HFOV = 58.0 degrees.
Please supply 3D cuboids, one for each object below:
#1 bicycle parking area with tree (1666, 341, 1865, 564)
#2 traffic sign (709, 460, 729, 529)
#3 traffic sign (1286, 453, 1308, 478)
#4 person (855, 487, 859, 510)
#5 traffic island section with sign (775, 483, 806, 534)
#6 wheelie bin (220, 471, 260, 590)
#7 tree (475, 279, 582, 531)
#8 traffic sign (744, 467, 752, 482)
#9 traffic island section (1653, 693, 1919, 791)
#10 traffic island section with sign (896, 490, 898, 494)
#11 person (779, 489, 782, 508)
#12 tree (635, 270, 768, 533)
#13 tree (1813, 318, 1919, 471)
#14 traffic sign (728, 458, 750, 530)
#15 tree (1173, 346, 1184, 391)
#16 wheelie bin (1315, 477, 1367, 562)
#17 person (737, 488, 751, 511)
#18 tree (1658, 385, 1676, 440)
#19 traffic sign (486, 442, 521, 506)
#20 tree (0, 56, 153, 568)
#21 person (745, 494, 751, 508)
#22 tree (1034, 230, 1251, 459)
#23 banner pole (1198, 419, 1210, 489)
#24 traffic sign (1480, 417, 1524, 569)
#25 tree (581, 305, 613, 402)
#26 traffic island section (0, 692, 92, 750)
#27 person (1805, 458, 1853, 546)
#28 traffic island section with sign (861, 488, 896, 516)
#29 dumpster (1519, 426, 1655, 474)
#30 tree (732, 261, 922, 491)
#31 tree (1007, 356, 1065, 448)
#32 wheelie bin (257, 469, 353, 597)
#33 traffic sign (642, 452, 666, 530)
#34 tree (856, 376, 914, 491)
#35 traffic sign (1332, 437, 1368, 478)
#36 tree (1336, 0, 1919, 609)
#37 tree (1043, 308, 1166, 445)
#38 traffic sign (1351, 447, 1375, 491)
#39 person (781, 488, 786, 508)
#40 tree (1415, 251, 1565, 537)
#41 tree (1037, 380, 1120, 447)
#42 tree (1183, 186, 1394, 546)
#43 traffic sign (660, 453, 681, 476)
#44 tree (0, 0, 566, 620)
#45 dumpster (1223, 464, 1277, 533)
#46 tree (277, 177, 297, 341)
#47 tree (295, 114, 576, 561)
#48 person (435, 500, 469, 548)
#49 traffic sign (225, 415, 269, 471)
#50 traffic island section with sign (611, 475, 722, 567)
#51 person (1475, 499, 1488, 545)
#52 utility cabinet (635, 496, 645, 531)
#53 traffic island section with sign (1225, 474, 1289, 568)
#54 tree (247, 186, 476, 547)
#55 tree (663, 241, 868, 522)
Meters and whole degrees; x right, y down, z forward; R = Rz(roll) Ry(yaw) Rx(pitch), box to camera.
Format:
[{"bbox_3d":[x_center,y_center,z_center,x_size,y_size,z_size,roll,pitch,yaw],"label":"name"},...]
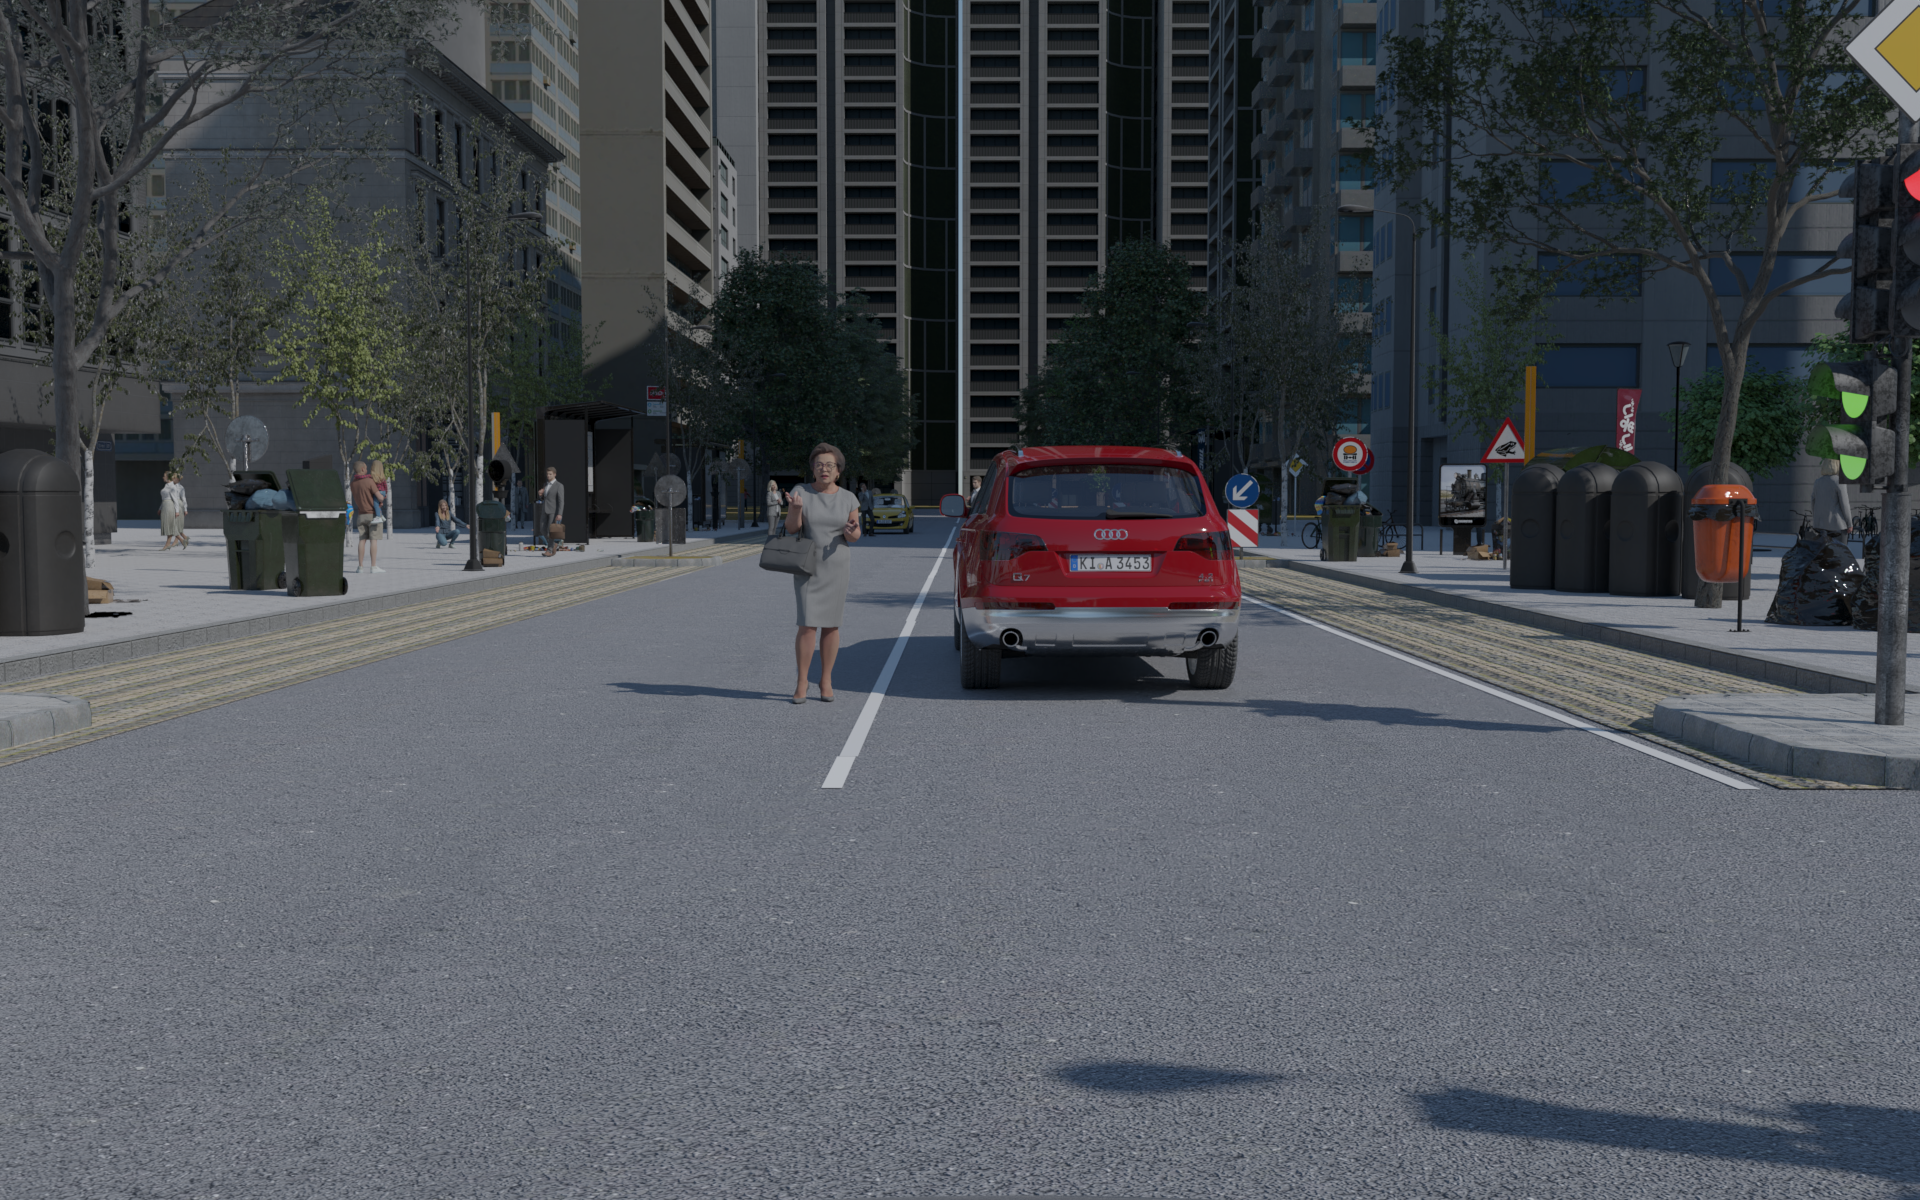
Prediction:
[{"bbox_3d":[16.084,-2.788,32.583,8.231,4.147,9.016,1,4,13],"label":"bicycle parking area with tree"},{"bbox_3d":[-8.867,-3.901,63.887,0.768,2.556,0.104,0,4,3],"label":"traffic sign"},{"bbox_3d":[10.613,-3.362,54.708,0.795,2.593,0.064,0,4,7],"label":"traffic sign"},{"bbox_3d":[-8.377,-8.214,140.361,0.705,1.821,1.348,1,4,19],"label":"person"},{"bbox_3d":[-5.694,-3.292,62.448,1.989,1.847,2.006,0,4,0],"label":"traffic island section with sign"},{"bbox_3d":[-9.443,-0.939,23.256,0.980,1.594,0.693,1,4,16],"label":"wheelie bin"},{"bbox_3d":[-15.533,-6.698,59.868,4.737,8.622,4.395,0,3,0],"label":"tree"},{"bbox_3d":[-8.960,-4.353,71.284,0.768,2.556,0.104,0,4,1],"label":"traffic sign"},{"bbox_3d":[5.206,0.772,9.661,2.009,0.180,2.903,0,4,0],"label":"traffic island section"},{"bbox_3d":[-5.215,-7.970,138.944,1.989,1.847,2.006,0,4,0],"label":"traffic island section with sign"},{"bbox_3d":[-16.569,-9.395,160.382,1.217,1.736,0.721,-3,4,-39],"label":"person"},{"bbox_3d":[-8.811,-6.546,57.388,4.360,8.622,3.978,0,3,0],"label":"tree"},{"bbox_3d":[13.935,-2.574,25.802,4.285,4.588,4.351,0,3,0],"label":"tree"},{"bbox_3d":[-7.907,-3.781,61.930,0.768,2.556,0.104,0,4,5],"label":"traffic sign"},{"bbox_3d":[8.218,-6.102,50.129,4.360,8.622,3.978,0,3,0],"label":"tree"},{"bbox_3d":[7.275,-1.534,32.984,0.980,1.594,0.693,0,4,-3],"label":"wheelie bin"},{"bbox_3d":[-16.445,-7.668,132.134,1.217,1.743,0.721,-3,5,-41],"label":"person"},{"bbox_3d":[17.538,-3.390,39.138,4.285,4.588,4.351,0,3,0],"label":"tree"},{"bbox_3d":[-11.367,-2.635,43.093,0.884,2.594,0.081,0,4,6],"label":"traffic sign"},{"bbox_3d":[-15.039,-4.875,30.065,4.360,8.622,3.978,0,3,0],"label":"tree"},{"bbox_3d":[-19.860,-9.424,159.761,1.348,1.869,0.705,-3,5,-39],"label":"person"},{"bbox_3d":[7.957,-9.697,75.555,9.611,12.733,9.660,0,3,0],"label":"tree"},{"bbox_3d":[8.151,-4.150,57.873,0.401,3.779,0.863,-2,4,-24],"label":"banner pole"},{"bbox_3d":[9.273,-1.798,29.406,0.884,2.594,0.081,1,4,9],"label":"traffic sign"},{"bbox_3d":[-15.607,-7.192,67.950,4.737,8.622,4.395,0,3,0],"label":"tree"},{"bbox_3d":[-6.335,0.767,9.737,2.009,0.180,2.903,0,4,0],"label":"traffic island section"},{"bbox_3d":[11.338,-1.008,22.712,0.728,1.800,0.709,-1,4,-20],"label":"person"},{"bbox_3d":[-5.373,-6.322,111.989,1.989,1.847,2.006,0,4,0],"label":"traffic island section with sign"},{"bbox_3d":[9.282,-1.425,25.799,1.502,2.255,1.985,0,4,0],"label":"dumpster"},{"bbox_3d":[-8.122,-11.414,93.268,9.857,13.997,8.962,0,3,0],"label":"tree"},{"bbox_3d":[9.223,-15.517,160.350,9.857,13.997,8.962,0,3,0],"label":"tree"},{"bbox_3d":[-8.190,-0.853,21.851,0.980,1.594,0.693,-3,5,-42],"label":"wheelie bin"},{"bbox_3d":[-9.374,-3.267,53.418,0.884,2.594,0.081,0,4,7],"label":"traffic sign"},{"bbox_3d":[-7.683,-14.050,147.848,7.486,12.596,7.792,0,3,0],"label":"tree"},{"bbox_3d":[8.673,-2.354,38.588,0.768,2.556,0.104,0,4,6],"label":"traffic sign"},{"bbox_3d":[8.418,-5.166,18.871,8.767,10.594,7.601,0,3,0],"label":"tree"},{"bbox_3d":[8.322,-10.275,93.757,9.928,11.665,9.643,0,3,0],"label":"tree"},{"bbox_3d":[10.563,-2.795,45.806,0.768,2.556,0.104,0,4,4],"label":"traffic sign"},{"bbox_3d":[-15.864,-9.148,155.622,0.705,1.822,1.348,-2,4,-30],"label":"person"},{"bbox_3d":[15.951,-6.207,51.840,4.737,8.622,4.395,0,3,0],"label":"tree"},{"bbox_3d":[9.170,-11.654,124.954,7.601,10.594,8.767,-1,4,-23],"label":"tree"},{"bbox_3d":[8.171,-5.614,42.149,4.360,8.622,3.978,0,3,0],"label":"tree"},{"bbox_3d":[-9.032,-3.278,53.697,0.768,2.556,0.104,0,4,5],"label":"traffic sign"},{"bbox_3d":[-9.256,-6.570,17.797,12.009,13.543,11.850,0,3,0],"label":"tree"},{"bbox_3d":[9.452,-3.303,56.491,1.502,2.255,1.985,0,4,0],"label":"dumpster"},{"bbox_3d":[-15.323,-5.221,35.733,4.360,8.622,3.978,0,3,0],"label":"tree"},{"bbox_3d":[-9.454,-5.058,33.066,4.360,8.622,3.978,0,3,0],"label":"tree"},{"bbox_3d":[-12.002,-1.790,40.813,1.012,1.151,0.738,-3,4,-38],"label":"person"},{"bbox_3d":[-11.487,-1.699,27.886,0.768,2.556,0.104,1,4,9],"label":"traffic sign"},{"bbox_3d":[-5.847,-1.604,34.849,1.989,1.847,2.006,0,4,0],"label":"traffic island section with sign"},{"bbox_3d":[12.595,-2.214,42.639,0.661,1.777,0.834,-1,4,-17],"label":"person"},{"bbox_3d":[-11.329,-2.963,59.614,0.306,1.237,1.020,3,5,42],"label":"utility cabinet"},{"bbox_3d":[5.369,-1.572,34.334,1.989,1.847,2.006,0,4,0],"label":"traffic island section with sign"},{"bbox_3d":[-14.719,-5.561,41.285,4.737,8.622,4.395,0,3,0],"label":"tree"},{"bbox_3d":[-8.775,-9.888,78.678,9.611,12.733,9.660,0,3,0],"label":"tree"}]
